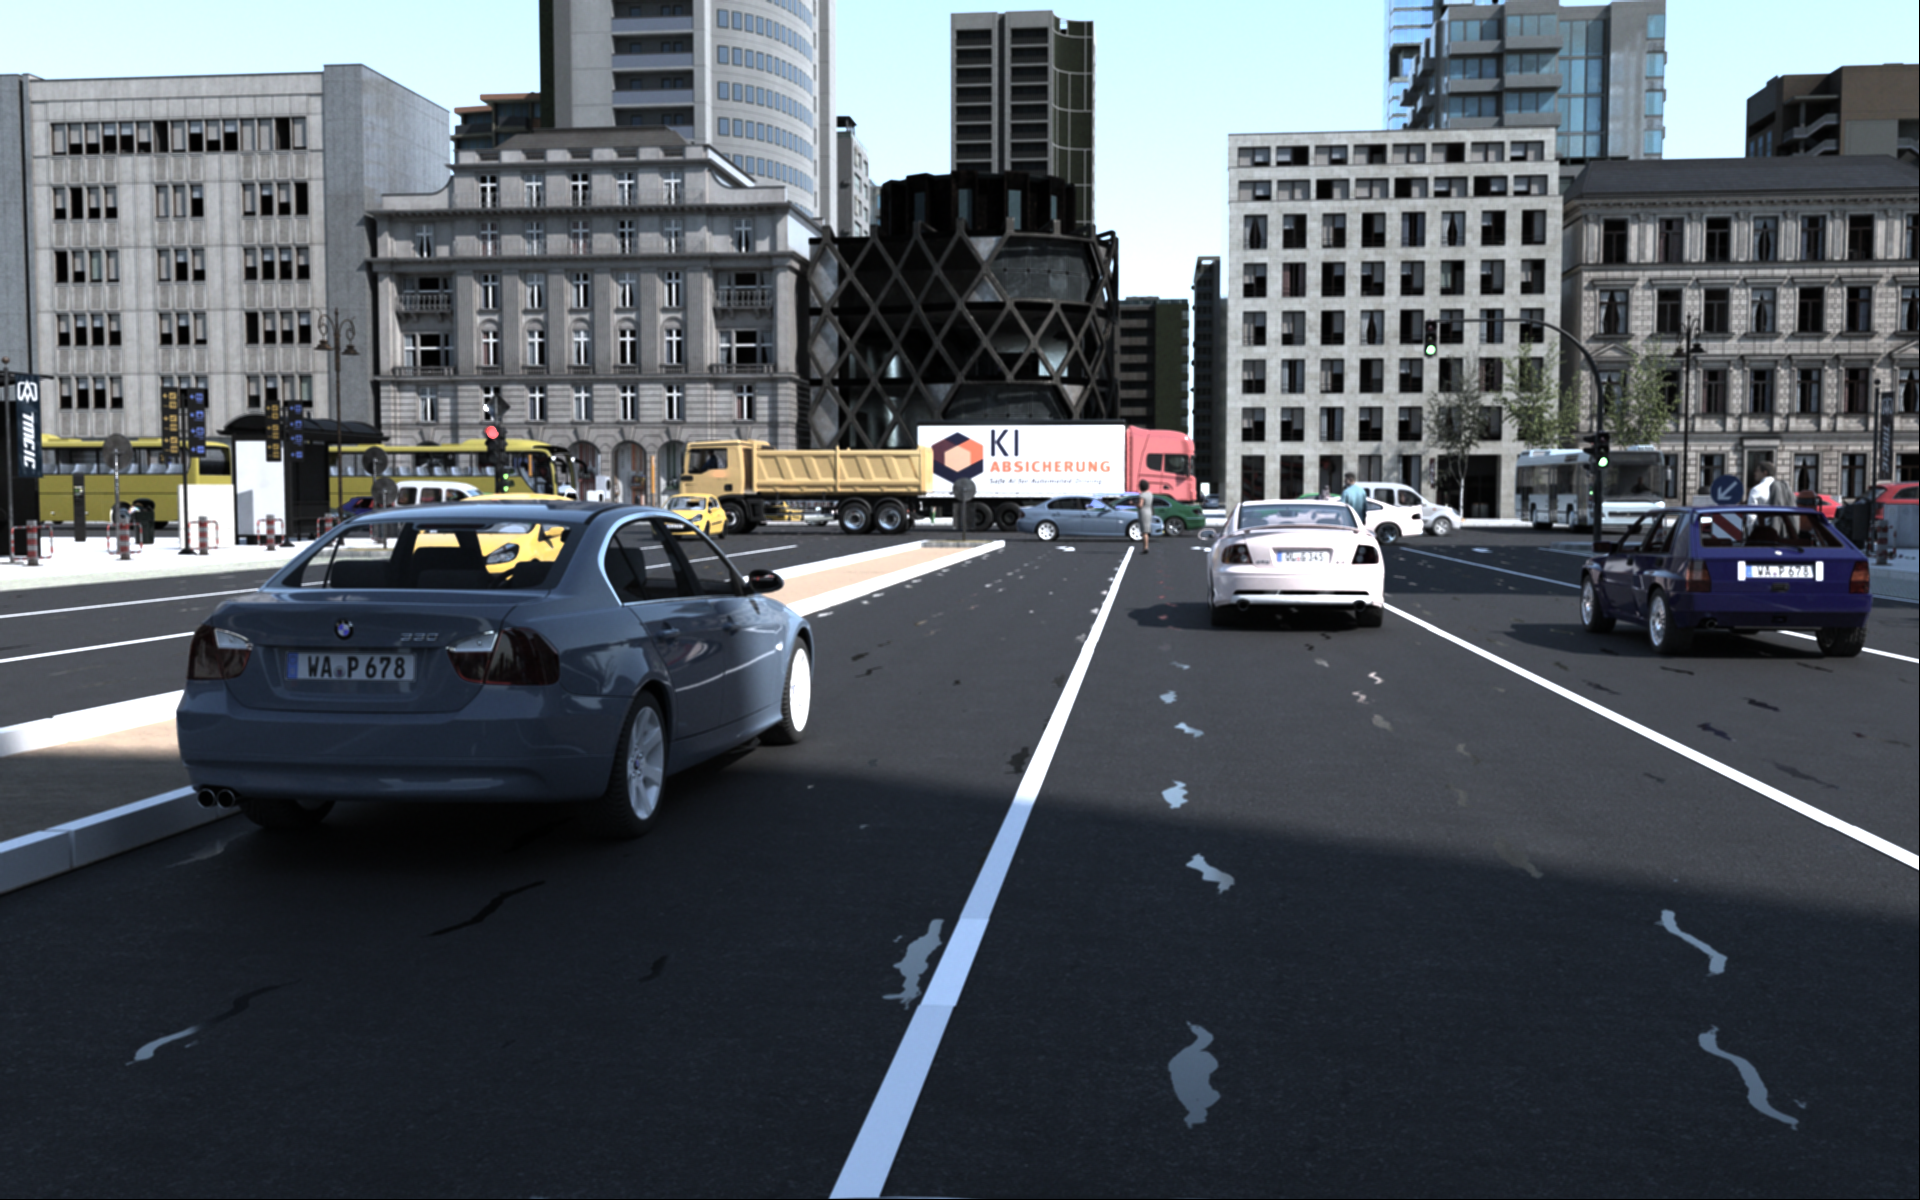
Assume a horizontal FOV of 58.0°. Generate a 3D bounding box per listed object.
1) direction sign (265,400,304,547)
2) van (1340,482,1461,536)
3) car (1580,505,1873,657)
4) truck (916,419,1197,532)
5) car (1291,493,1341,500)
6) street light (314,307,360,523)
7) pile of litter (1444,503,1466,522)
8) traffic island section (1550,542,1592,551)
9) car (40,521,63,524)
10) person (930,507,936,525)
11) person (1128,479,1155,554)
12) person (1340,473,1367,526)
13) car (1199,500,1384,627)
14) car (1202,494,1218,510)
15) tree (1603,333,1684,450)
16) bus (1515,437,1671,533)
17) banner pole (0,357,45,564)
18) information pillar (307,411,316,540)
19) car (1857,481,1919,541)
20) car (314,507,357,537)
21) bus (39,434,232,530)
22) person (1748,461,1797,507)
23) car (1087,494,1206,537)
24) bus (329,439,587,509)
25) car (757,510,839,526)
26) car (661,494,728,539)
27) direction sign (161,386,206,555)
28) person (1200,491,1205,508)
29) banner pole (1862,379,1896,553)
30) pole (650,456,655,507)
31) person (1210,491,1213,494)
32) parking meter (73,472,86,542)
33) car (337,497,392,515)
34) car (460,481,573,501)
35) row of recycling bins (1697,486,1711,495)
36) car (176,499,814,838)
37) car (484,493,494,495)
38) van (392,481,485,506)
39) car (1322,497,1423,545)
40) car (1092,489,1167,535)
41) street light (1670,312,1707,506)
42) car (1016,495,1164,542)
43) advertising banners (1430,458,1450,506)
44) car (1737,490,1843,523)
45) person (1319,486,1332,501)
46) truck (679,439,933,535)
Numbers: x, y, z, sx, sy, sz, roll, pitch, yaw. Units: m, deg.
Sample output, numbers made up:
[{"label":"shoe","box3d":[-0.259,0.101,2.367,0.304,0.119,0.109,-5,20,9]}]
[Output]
[{"label":"direction sign","box3d":[-16.276,-3.046,41.796,0.876,3.537,0.379,0,4,-6]},{"label":"van","box3d":[15.191,-3.232,59.860,4.112,2.044,2.013,0,4,5]},{"label":"car","box3d":[7.222,-0.251,16.687,1.945,1.354,3.894,0,4,6]},{"label":"truck","box3d":[4.025,-4.733,66.293,11.283,4.237,2.839,0,4,4]},{"label":"car","box3d":[13.344,-3.497,65.965,4.718,1.807,1.959,0,4,7]},{"label":"street light","box3d":[-15.443,-4.298,43.067,0.468,5.910,1.993,0,4,6]},{"label":"pile of litter","box3d":[22.872,-4.061,80.355,1.176,0.858,1.719,1,4,14]},{"label":"traffic island section","box3d":[16.502,-1.379,44.832,2.009,0.180,2.903,0,4,6]},{"label":"car","box3d":[-44.740,-4.490,82.997,3.694,1.707,1.945,0,4,6]},{"label":"person","box3d":[-1.245,-4.060,79.129,0.306,1.304,0.590,1,4,9]},{"label":"person","box3d":[4.393,-2.002,41.590,0.532,1.782,0.716,3,4,37]},{"label":"person","box3d":[7.527,-1.521,33.233,0.638,1.841,0.748,0,4,0]},{"label":"car","box3d":[3.826,-0.475,20.131,2.083,1.381,4.827,0,4,8]},{"label":"car","box3d":[21.768,-8.367,148.798,2.014,1.417,4.499,0,4,8]},{"label":"tree","box3d":[31.313,-7.918,79.830,4.737,8.622,4.395,0,3,0]},{"label":"bus","box3d":[23.985,-4.369,66.286,2.948,3.499,13.247,0,4,6]},{"label":"banner pole","box3d":[-17.265,-2.559,31.858,0.401,3.779,0.863,2,4,32]},{"label":"information pillar","box3d":[-18.294,-3.514,48.800,0.183,3.616,0.504,-2,4,-27]},{"label":"car","box3d":[29.494,-2.630,51.672,5.304,1.827,2.281,0,4,6]},{"label":"car","box3d":[-22.473,-2.991,58.691,4.222,1.686,2.009,0,4,5]},{"label":"bus","box3d":[-36.146,-4.850,70.846,12.252,3.916,2.896,0,4,8]},{"label":"person","box3d":[9.829,-0.756,20.957,0.679,1.850,0.850,-1,4,-11]},{"label":"car","box3d":[5.901,-2.890,59.055,4.920,1.459,2.131,0,4,5]},{"label":"bus","box3d":[-23.179,-5.292,78.064,12.252,3.916,2.896,0,4,7]},{"label":"car","box3d":[-7.730,-4.023,78.133,4.827,1.381,2.083,1,4,8]},{"label":"car","box3d":[-8.479,-2.698,54.339,2.015,1.641,3.980,0,4,5]},{"label":"direction sign","box3d":[-16.472,-2.740,36.801,0.876,3.537,0.379,-3,5,-41]},{"label":"person","box3d":[25.586,-10.623,183.123,0.436,1.711,0.756,-1,4,-17]},{"label":"banner pole","box3d":[19.937,-2.904,37.490,0.401,3.779,0.863,0,4,-4]},{"label":"pole","box3d":[-16.448,-6.044,92.662,0.158,3.312,0.155,0,3,0]},{"label":"person","box3d":[26.092,-10.454,180.140,1.217,1.735,0.721,3,5,42]},{"label":"parking meter","box3d":[-23.654,-2.496,46.522,0.255,1.863,0.399,-2,4,-23]},{"label":"car","box3d":[-22.021,-3.331,67.043,3.894,1.354,1.945,0,4,5]},{"label":"car","box3d":[-5.974,-0.765,22.739,2.015,1.641,3.980,0,4,7]},{"label":"row of recycling bins","box3d":[44.245,-6.002,105.249,3.534,1.692,1.069,-1,4,-22]},{"label":"car","box3d":[-1.978,0.209,8.592,2.014,1.417,4.499,1,4,8]},{"label":"car","box3d":[-16.136,-2.959,57.170,4.718,1.807,1.959,0,4,6]},{"label":"van","box3d":[-15.548,-2.870,53.931,4.112,2.044,2.013,0,4,6]},{"label":"car","box3d":[10.818,-2.288,49.764,4.827,1.381,2.083,0,4,6]},{"label":"car","box3d":[6.144,-3.169,61.408,3.694,1.707,1.945,0,4,4]},{"label":"street light","box3d":[18.459,-4.357,44.025,0.468,5.910,1.993,0,4,6]},{"label":"car","box3d":[3.980,-2.509,53.023,4.499,1.417,2.014,1,4,8]},{"label":"advertising banners","box3d":[23.071,-5.332,83.366,0.090,3.025,2.074,-1,4,-11]},{"label":"car","box3d":[25.472,-2.777,54.443,4.494,1.783,2.155,0,4,8]},{"label":"person","box3d":[13.342,-3.308,63.247,0.551,1.740,0.621,2,4,29]},{"label":"truck","box3d":[-5.946,-4.049,62.119,9.791,3.379,3.469,0,4,5]}]
